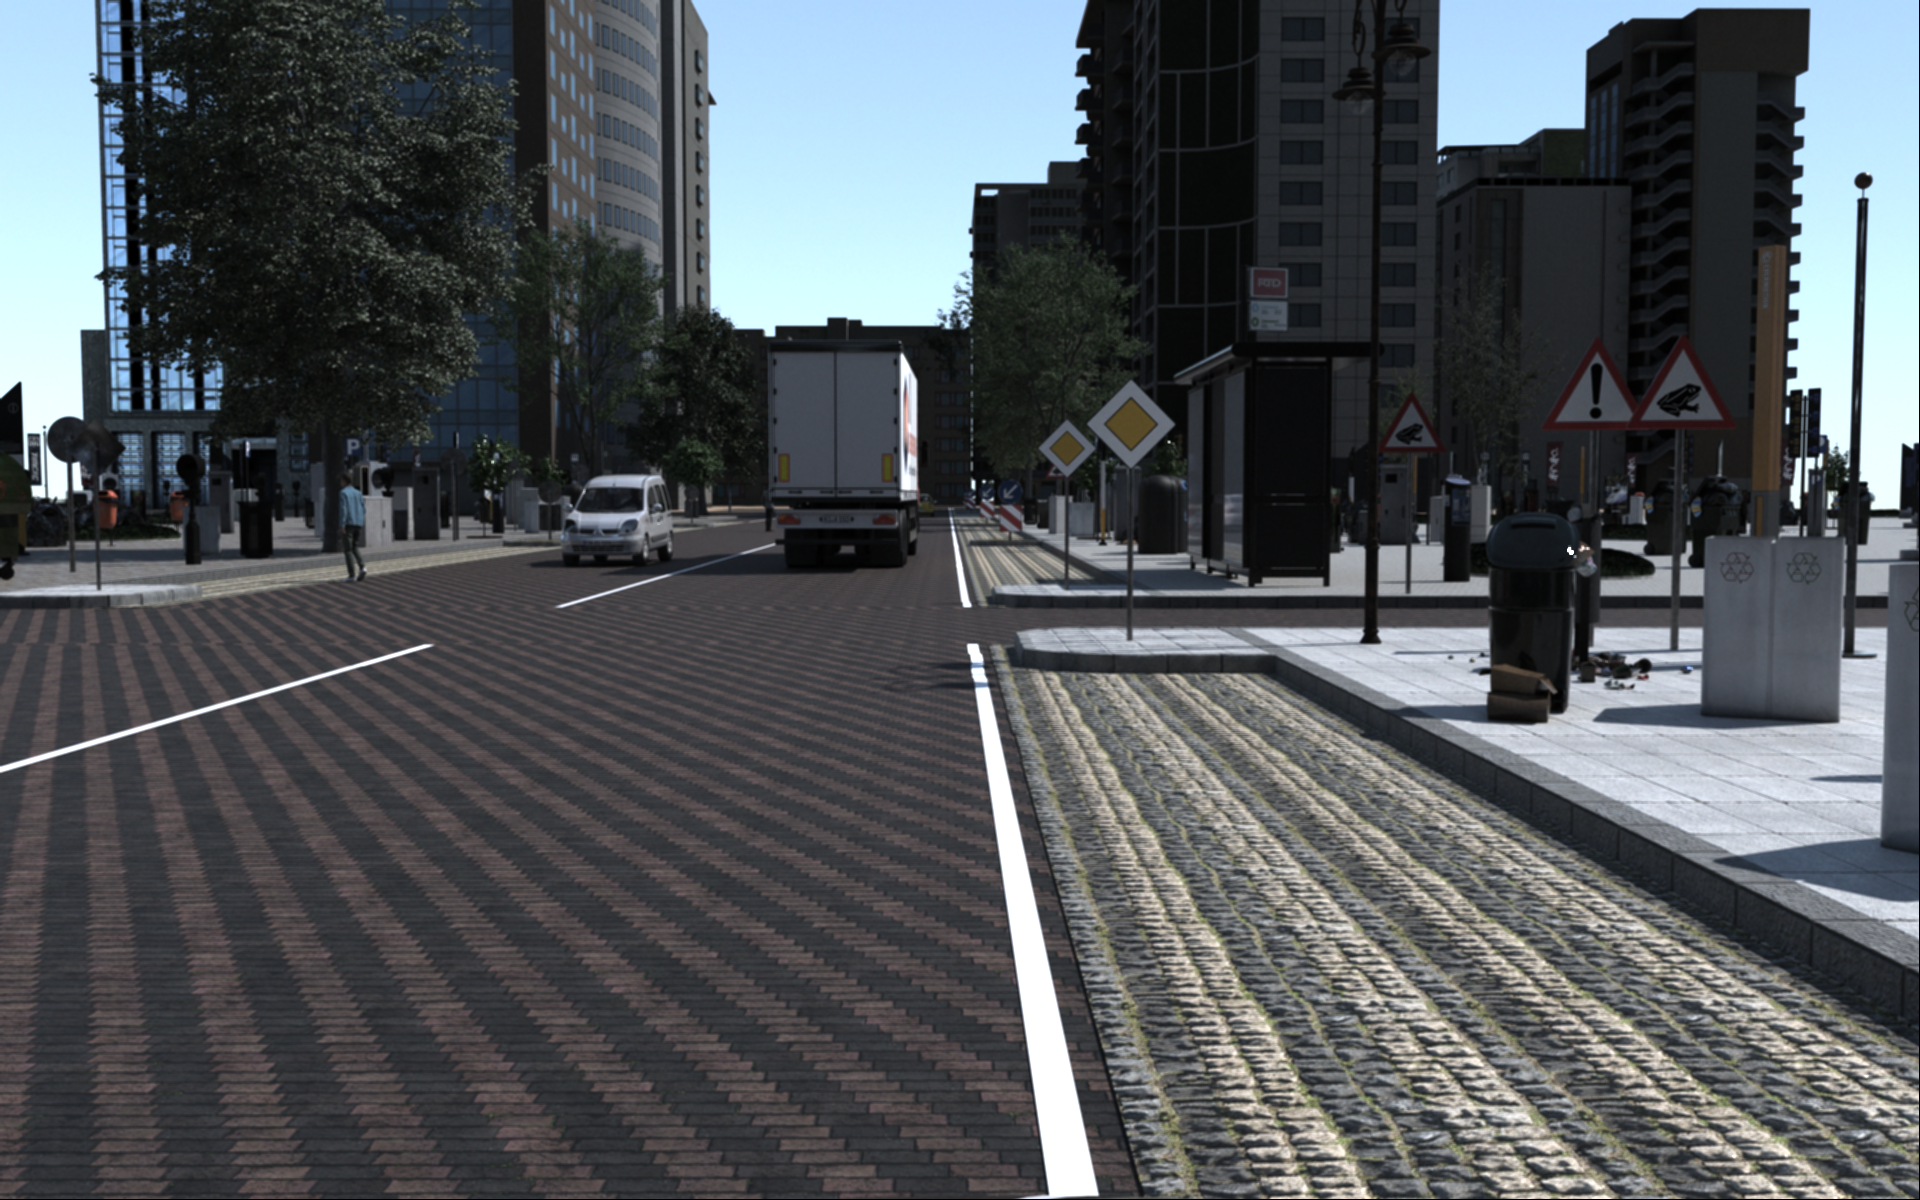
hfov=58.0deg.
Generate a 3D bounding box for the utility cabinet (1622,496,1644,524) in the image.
[{"bbox_3d":[24.200,-3.146,62.595,0.306,1.237,1.020,-2,4,-27],"label":"utility cabinet"}]

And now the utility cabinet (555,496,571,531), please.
[{"bbox_3d":[-14.050,-3.046,60.960,0.306,1.237,1.020,-3,4,-38],"label":"utility cabinet"}]

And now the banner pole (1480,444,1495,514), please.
[{"bbox_3d":[26.510,-5.930,86.977,0.863,3.779,0.401,1,4,19],"label":"banner pole"}]

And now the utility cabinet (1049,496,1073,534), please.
[{"bbox_3d":[3.223,-2.714,55.535,0.306,1.237,1.020,2,4,35],"label":"utility cabinet"}]

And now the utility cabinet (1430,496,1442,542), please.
[{"bbox_3d":[12.969,-2.179,46.793,0.306,1.237,1.020,0,4,-1],"label":"utility cabinet"}]

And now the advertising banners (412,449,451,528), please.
[{"bbox_3d":[-20.330,-4.305,66.578,2.074,3.025,0.090,2,4,32],"label":"advertising banners"}]

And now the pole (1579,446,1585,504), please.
[{"bbox_3d":[26.457,-4.882,73.671,0.158,3.312,0.155,0,3,0],"label":"pole"}]

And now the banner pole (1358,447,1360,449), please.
[{"bbox_3d":[21.523,-6.281,92.705,0.863,3.779,0.401,-2,4,-25],"label":"banner pole"}]

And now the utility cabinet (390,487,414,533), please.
[{"bbox_3d":[-18.336,-2.904,56.165,1.173,1.500,0.318,1,4,13],"label":"utility cabinet"}]

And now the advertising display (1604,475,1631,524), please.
[{"bbox_3d":[21.997,-3.227,57.977,0.123,1.923,0.974,-2,4,-28],"label":"advertising display"}]

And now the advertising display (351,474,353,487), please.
[{"bbox_3d":[-17.399,-2.789,50.820,0.974,1.923,0.123,1,4,19],"label":"advertising display"}]

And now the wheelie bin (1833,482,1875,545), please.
[{"bbox_3d":[22.735,-2.207,43.999,0.980,1.594,0.693,0,4,4],"label":"wheelie bin"}]

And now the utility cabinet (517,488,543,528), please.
[{"bbox_3d":[-15.933,-3.398,64.243,1.173,1.500,0.318,3,4,37],"label":"utility cabinet"}]

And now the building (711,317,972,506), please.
[{"bbox_3d":[-13.283,-21.941,203.777,28.899,21.520,27.650,0,4,0],"label":"building"}]

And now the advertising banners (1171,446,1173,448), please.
[{"bbox_3d":[7.276,-4.099,63.205,2.074,3.025,0.090,-2,4,-34],"label":"advertising banners"}]

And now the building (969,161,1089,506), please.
[{"bbox_3d":[13.150,-31.379,204.932,23.993,40.220,32.217,0,4,0],"label":"building"}]

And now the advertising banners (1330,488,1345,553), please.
[{"bbox_3d":[7.533,-2.501,37.087,2.074,3.025,0.090,-3,4,-38],"label":"advertising banners"}]

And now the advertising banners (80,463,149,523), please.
[{"bbox_3d":[-27.236,-3.639,55.681,2.074,3.025,0.090,-2,4,-32],"label":"advertising banners"}]

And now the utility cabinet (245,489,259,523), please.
[{"bbox_3d":[-29.420,-3.880,72.114,0.318,1.500,1.173,-2,4,-29],"label":"utility cabinet"}]

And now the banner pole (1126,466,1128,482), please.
[{"bbox_3d":[4.493,-3.417,45.884,0.401,3.779,0.863,1,4,18],"label":"banner pole"}]

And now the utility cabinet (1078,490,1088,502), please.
[{"bbox_3d":[7.075,-5.352,96.177,1.173,1.500,0.318,3,5,44],"label":"utility cabinet"}]

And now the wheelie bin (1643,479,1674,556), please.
[{"bbox_3d":[14.832,-1.738,36.329,0.980,1.594,0.693,-2,4,-29],"label":"wheelie bin"}]

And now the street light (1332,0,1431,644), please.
[{"bbox_3d":[3.534,-2.565,14.726,0.468,5.910,1.993,0,4,0],"label":"street light"}]

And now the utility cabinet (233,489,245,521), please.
[{"bbox_3d":[-33.075,-4.355,79.880,1.173,1.500,0.318,3,4,38],"label":"utility cabinet"}]

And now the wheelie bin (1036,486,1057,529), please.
[{"bbox_3d":[3.261,-3.443,64.197,0.693,1.594,0.980,-3,5,-42],"label":"wheelie bin"}]

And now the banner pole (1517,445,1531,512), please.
[{"bbox_3d":[28.481,-5.973,87.677,0.401,3.779,0.863,-3,5,-39],"label":"banner pole"}]

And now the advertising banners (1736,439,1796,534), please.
[{"bbox_3d":[25.752,-3.628,55.512,2.074,3.025,0.090,3,5,43],"label":"advertising banners"}]

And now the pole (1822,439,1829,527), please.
[{"bbox_3d":[32.324,-4.335,64.721,0.158,3.312,0.155,0,3,0],"label":"pole"}]

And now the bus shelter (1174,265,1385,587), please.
[{"bbox_3d":[4.761,-3.088,28.129,2.179,5.291,8.768,0,4,-1],"label":"bus shelter"}]

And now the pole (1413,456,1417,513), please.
[{"bbox_3d":[24.090,-5.987,91.727,0.158,3.312,0.155,0,3,0],"label":"pole"}]

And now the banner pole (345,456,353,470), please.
[{"bbox_3d":[-31.833,-6.120,90.077,0.863,3.779,0.401,-2,4,-23],"label":"banner pole"}]

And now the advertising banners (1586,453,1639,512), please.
[{"bbox_3d":[27.623,-4.719,73.351,2.074,3.025,0.090,1,4,15],"label":"advertising banners"}]

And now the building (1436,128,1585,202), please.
[{"bbox_3d":[61.874,-31.395,196.900,14.086,41.232,14.154,0,4,0],"label":"building"}]

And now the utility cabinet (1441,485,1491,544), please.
[{"bbox_3d":[12.760,-2.140,43.673,1.173,1.500,0.318,3,4,37],"label":"utility cabinet"}]

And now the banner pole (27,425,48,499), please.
[{"bbox_3d":[-33.452,-4.461,62.954,0.401,3.779,0.863,3,4,36],"label":"banner pole"}]

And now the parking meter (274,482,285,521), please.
[{"bbox_3d":[-32.053,-4.641,81.599,0.399,1.863,0.255,0,4,2],"label":"parking meter"}]

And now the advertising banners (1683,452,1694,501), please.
[{"bbox_3d":[30.186,-4.633,71.930,0.090,3.025,2.074,1,4,9],"label":"advertising banners"}]

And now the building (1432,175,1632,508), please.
[{"bbox_3d":[52.383,-23.778,160.469,14.107,30.474,14.160,0,4,0],"label":"building"}]

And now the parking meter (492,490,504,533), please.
[{"bbox_3d":[-15.098,-2.948,56.608,0.372,1.533,0.369,0,3,0],"label":"parking meter"}]

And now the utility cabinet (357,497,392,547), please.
[{"bbox_3d":[-14.235,-1.892,42.089,0.306,1.237,1.020,1,4,20],"label":"utility cabinet"}]

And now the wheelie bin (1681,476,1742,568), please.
[{"bbox_3d":[13.206,-1.367,30.259,0.980,1.594,0.693,-2,4,-35],"label":"wheelie bin"}]

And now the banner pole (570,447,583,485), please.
[{"bbox_3d":[-20.013,-6.161,90.745,0.863,3.779,0.401,-2,4,-34],"label":"banner pole"}]

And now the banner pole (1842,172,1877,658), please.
[{"bbox_3d":[6.926,-1.429,13.382,0.401,3.779,0.863,2,4,27],"label":"banner pole"}]

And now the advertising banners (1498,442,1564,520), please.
[{"bbox_3d":[19.282,-3.813,58.527,2.074,3.025,0.090,2,4,27],"label":"advertising banners"}]

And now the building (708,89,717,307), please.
[{"bbox_3d":[-41.748,-37.526,202.792,27.495,52.752,28.713,0,4,0],"label":"building"}]

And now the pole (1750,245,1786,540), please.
[{"bbox_3d":[6.682,-1.254,14.344,0.158,3.312,0.155,0,3,0],"label":"pole"}]
